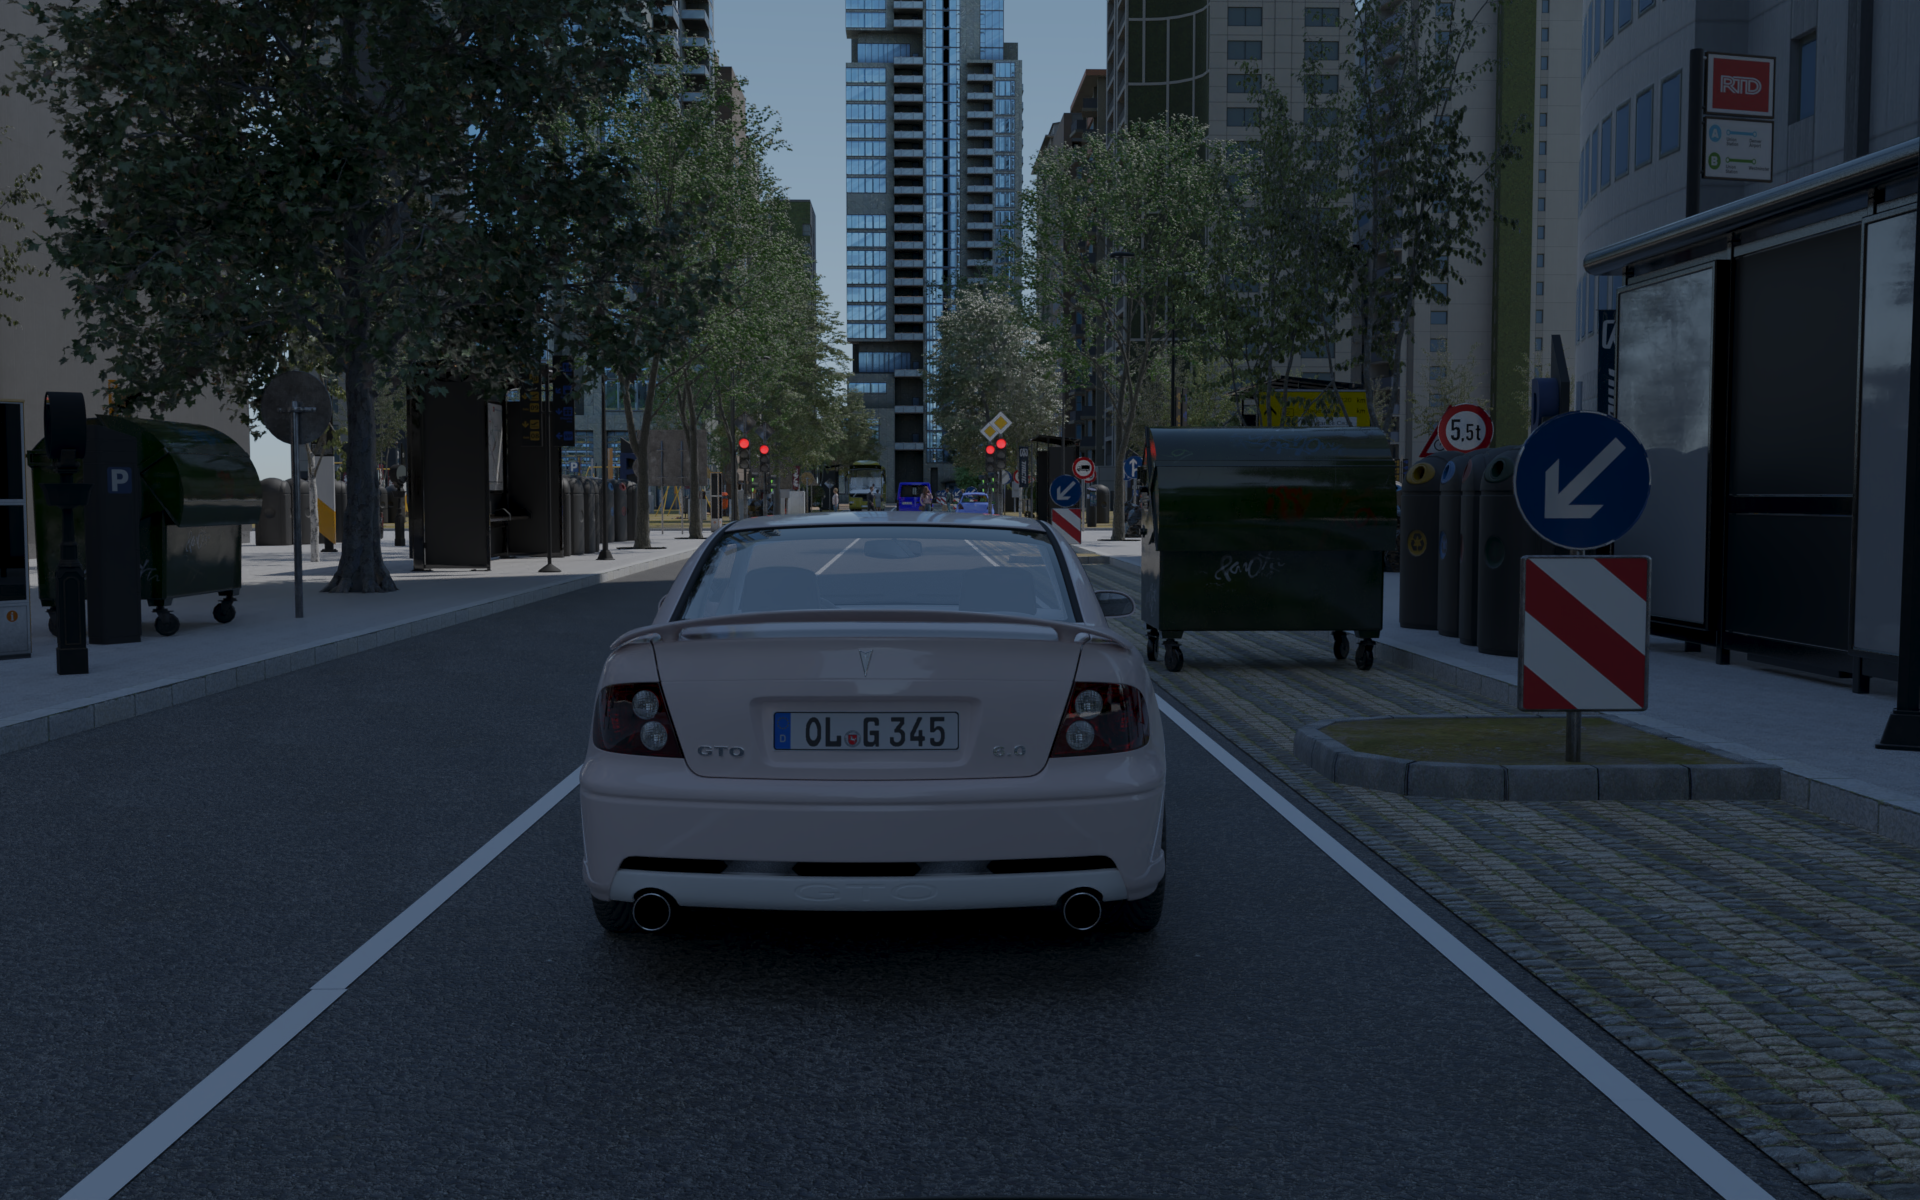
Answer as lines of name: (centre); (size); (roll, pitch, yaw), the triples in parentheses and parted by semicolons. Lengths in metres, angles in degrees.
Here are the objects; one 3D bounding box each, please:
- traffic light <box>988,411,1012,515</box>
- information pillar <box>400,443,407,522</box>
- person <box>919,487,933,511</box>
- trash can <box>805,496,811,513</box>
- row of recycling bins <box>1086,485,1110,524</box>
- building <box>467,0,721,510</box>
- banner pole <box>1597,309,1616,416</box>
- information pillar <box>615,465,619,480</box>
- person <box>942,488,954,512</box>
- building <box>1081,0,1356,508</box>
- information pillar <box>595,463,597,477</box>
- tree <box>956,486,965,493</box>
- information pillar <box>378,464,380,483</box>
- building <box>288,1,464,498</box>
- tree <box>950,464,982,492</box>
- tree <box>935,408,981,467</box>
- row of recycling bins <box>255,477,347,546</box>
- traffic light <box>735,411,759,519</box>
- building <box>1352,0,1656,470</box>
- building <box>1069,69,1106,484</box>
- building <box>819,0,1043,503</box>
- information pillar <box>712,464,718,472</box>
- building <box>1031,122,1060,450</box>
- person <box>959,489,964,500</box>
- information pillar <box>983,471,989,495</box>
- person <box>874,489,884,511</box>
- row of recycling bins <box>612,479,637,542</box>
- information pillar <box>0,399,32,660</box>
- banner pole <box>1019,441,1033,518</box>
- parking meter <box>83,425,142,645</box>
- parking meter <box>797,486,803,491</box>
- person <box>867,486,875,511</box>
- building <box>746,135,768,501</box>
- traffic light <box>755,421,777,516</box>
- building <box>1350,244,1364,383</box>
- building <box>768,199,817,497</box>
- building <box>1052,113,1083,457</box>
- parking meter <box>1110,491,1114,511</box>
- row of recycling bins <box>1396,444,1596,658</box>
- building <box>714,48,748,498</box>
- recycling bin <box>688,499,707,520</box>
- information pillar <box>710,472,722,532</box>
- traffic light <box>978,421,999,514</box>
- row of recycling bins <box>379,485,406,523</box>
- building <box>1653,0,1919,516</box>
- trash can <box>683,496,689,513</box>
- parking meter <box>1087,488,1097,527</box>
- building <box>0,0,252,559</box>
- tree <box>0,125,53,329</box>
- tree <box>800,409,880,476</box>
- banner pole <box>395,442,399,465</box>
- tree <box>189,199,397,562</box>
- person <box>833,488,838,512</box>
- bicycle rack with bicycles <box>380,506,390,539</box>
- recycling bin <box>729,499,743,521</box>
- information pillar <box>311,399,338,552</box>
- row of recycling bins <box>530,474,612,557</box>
traffic light: (1.363, -4.274, 58.807); (0.839, 4.253, 0.868); (0, 4, -2)
information pillar: (-25.500, -5.382, 79.356); (0.183, 3.616, 0.504); (0, 4, -2)
person: (-1.532, -3.967, 73.947); (0.593, 1.750, 0.643); (-2, 4, -33)
trash can: (-11.870, -7.359, 131.967); (0.748, 1.137, 0.748); (0, 3, 0)
row of recycling bins: (6.056, -4.259, 76.739); (1.069, 1.692, 3.534); (0, 4, 2)
building: (-32.565, -51.499, 154.676); (22.319, 86.520, 31.000); (0, 4, -2)
banner pole: (7.999, -1.876, 20.694); (0.863, 3.779, 0.401); (0, 4, 3)
information pillar: (-27.159, -8.915, 137.114); (0.183, 3.616, 0.504); (-2, 4, -33)
person: (-0.777, -6.173, 109.410); (0.713, 1.824, 0.794); (1, 4, 23)
building: (21.988, -43.684, 152.485); (20.563, 71.187, 20.611); (0, 4, -2)
information pillar: (-27.115, -8.421, 129.039); (0.183, 3.616, 0.504); (0, 4, -1)
tree: (0.532, -11.993, 190.691); (1.663, 3.219, 1.824); (0, 3, 0)
information pillar: (-45.252, -8.785, 134.982); (0.183, 3.616, 0.504); (-2, 4, -23)
building: (-61.669, -46.218, 193.916); (20.611, 71.187, 20.563); (0, 4, -2)
tree: (0.787, -10.520, 155.721); (4.285, 4.588, 4.351); (0, 3, 0)
tree: (1.170, -14.949, 178.822); (8.767, 10.594, 7.601); (2, 4, 35)
row of recycling bins: (-16.814, -2.284, 44.459); (1.069, 1.692, 3.534); (1, 4, 11)
traffic light: (-7.244, -4.259, 58.548); (0.839, 4.253, 0.868); (0, 4, -2)
building: (59.817, -40.062, 197.006); (28.212, 58.520, 21.231); (0, 4, -2)
building: (22.776, -32.012, 178.016); (22.147, 44.769, 28.867); (0, 4, -2)
building: (-4.271, -57.067, 245.719); (31.000, 86.520, 22.319); (0, 4, -2)
information pillar: (-18.831, -8.672, 133.139); (0.504, 3.616, 0.183); (3, 4, 38)
building: (24.883, -40.443, 250.486); (27.495, 52.752, 28.713); (0, 4, -2)
person: (0.212, -6.601, 116.849); (0.576, 1.772, 0.534); (0, 4, -5)
information pillar: (1.974, -8.390, 128.527); (0.504, 3.616, 0.183); (-1, 4, -21)
person: (-5.752, -7.011, 123.495); (0.716, 1.782, 0.532); (0, 4, 1)
row of recycling bins: (-9.491, -2.399, 46.333); (1.069, 1.692, 3.534); (0, 4, 7)
information pillar: (-7.466, -0.548, 13.450); (0.304, 2.012, 0.304); (2, 4, 31)
banner pole: (3.087, -5.486, 79.707); (0.863, 3.779, 0.401); (-1, 4, -17)
parking meter: (-7.276, -0.561, 14.887); (0.255, 1.863, 0.399); (2, 4, 30)
parking meter: (-11.160, -7.026, 120.592); (0.399, 1.863, 0.255); (2, 4, 35)
person: (-4.752, -5.223, 93.672); (0.755, 1.850, 0.659); (2, 4, 30)
building: (-30.169, -31.522, 198.974); (14.086, 41.232, 14.154); (0, 4, -2)
traffic light: (-7.470, -4.747, 66.530); (0.839, 4.253, 0.868); (0, 4, -2)
building: (38.041, -26.266, 201.150); (14.107, 30.474, 14.160); (0, 4, -2)
building: (-27.284, -34.164, 242.173); (14.086, 41.232, 14.154); (0, 4, -2)
building: (18.156, -33.612, 199.674); (14.600, 45.320, 14.200); (0, 4, -2)
parking meter: (11.444, -7.426, 129.819); (0.372, 1.533, 0.369); (0, 3, 0)
row of recycling bins: (4.691, -0.497, 15.241); (1.069, 1.692, 3.534); (0, 4, 1)
building: (-29.550, -32.323, 178.585); (14.600, 45.320, 14.200); (0, 4, -2)
recycling bin: (-12.850, -4.415, 84.733); (0.722, 1.027, 0.722); (-2, 4, -29)
information pillar: (-8.175, -3.280, 58.120); (0.304, 2.012, 0.304); (1, 4, 16)
traffic light: (1.137, -4.763, 66.788); (0.839, 4.253, 0.868); (0, 4, -2)
row of recycling bins: (-25.812, -4.182, 75.494); (1.069, 1.692, 3.534); (3, 5, 41)
building: (23.965, -30.031, 33.001); (21.231, 58.520, 28.212); (0, 4, -2)
trash can: (-18.292, -6.305, 114.737); (0.748, 1.137, 0.748); (0, 3, 0)
parking meter: (5.110, -3.591, 67.127); (0.372, 1.533, 0.369); (0, 3, 0)
building: (-30.346, -15.011, 38.938); (24.014, 27.812, 14.314); (0, 4, -2)
tree: (-15.202, -4.534, 24.493); (4.360, 8.622, 3.978); (0, 3, 0)
tree: (-12.509, -14.544, 172.208); (7.601, 10.594, 8.767); (0, 4, 4)
banner pole: (-27.005, -5.701, 83.231); (0.401, 3.779, 0.863); (-1, 4, -9)
tree: (-12.246, -5.006, 32.213); (4.737, 8.622, 4.395); (0, 3, 0)
person: (-6.366, -4.948, 90.066); (0.598, 1.740, 0.731); (-2, 4, -24)
bicycle rack with bicycles: (-17.706, -2.251, 50.185); (2.852, 0.926, 2.925); (-1, 4, -10)
recycling bin: (-10.554, -4.263, 82.248); (0.722, 1.027, 0.722); (-1, 4, -17)
information pillar: (-14.023, -2.863, 38.161); (0.504, 3.616, 0.183); (-1, 4, -9)
row of recycling bins: (-8.390, -1.827, 36.984); (1.069, 1.692, 3.534); (0, 4, 0)
